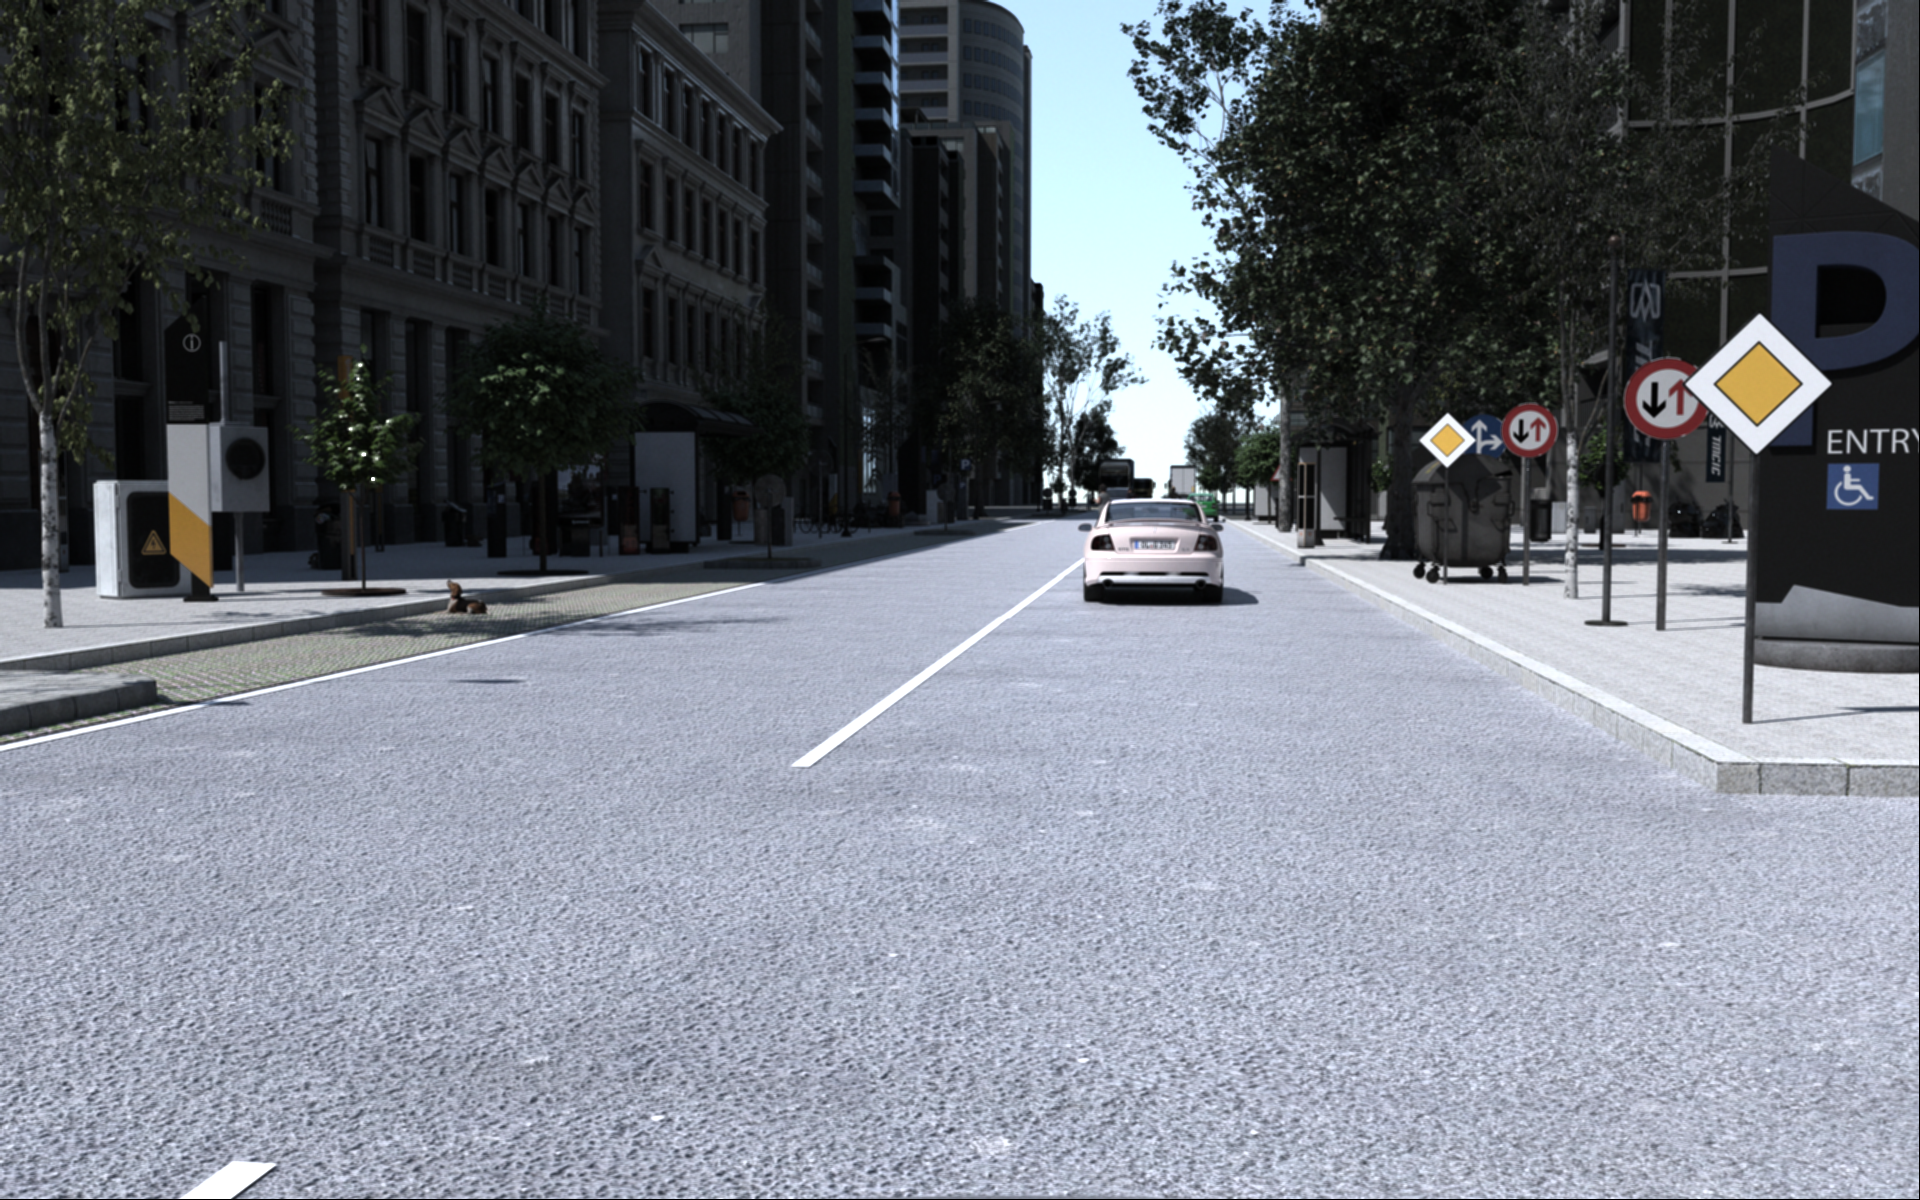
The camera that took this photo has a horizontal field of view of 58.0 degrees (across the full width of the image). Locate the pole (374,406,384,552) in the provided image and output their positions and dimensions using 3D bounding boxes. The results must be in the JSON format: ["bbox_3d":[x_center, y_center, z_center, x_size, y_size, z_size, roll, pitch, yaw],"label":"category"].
[{"bbox_3d":[-12.881,-2.722,38.348,0.158,3.312,0.155,0,3,0],"label":"pole"}]

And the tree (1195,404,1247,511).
[{"bbox_3d":[20.396,-11.168,132.964,4.737,8.622,4.395,0,3,0],"label":"tree"}]

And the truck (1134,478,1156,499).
[{"bbox_3d":[22.422,-13.308,213.501,3.469,3.379,9.791,0,4,7],"label":"truck"}]

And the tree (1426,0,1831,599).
[{"bbox_3d":[7.644,-4.308,20.794,4.360,8.622,3.978,0,3,0],"label":"tree"}]

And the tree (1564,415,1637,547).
[{"bbox_3d":[15.564,-2.911,42.201,1.663,3.219,1.824,0,3,0],"label":"tree"}]

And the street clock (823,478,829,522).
[{"bbox_3d":[-5.988,-4.472,77.689,0.358,2.002,0.471,-1,4,-19],"label":"street clock"}]

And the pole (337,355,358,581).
[{"bbox_3d":[-9.056,-1.942,25.601,0.158,3.312,0.155,0,3,0],"label":"pole"}]

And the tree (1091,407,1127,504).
[{"bbox_3d":[17.473,-19.031,228.160,9.611,12.733,9.660,0,3,0],"label":"tree"}]

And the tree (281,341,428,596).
[{"bbox_3d":[-7.556,-1.676,22.009,1.663,3.219,1.824,0,3,0],"label":"tree"}]

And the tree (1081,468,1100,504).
[{"bbox_3d":[18.932,-15.449,236.307,4.285,4.588,4.351,0,3,0],"label":"tree"}]

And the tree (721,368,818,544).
[{"bbox_3d":[-5.372,-3.771,45.371,4.285,4.588,4.351,0,3,0],"label":"tree"}]

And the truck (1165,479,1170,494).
[{"bbox_3d":[28.698,-14.165,227.521,3.469,3.379,9.791,0,4,6],"label":"truck"}]

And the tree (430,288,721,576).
[{"bbox_3d":[-6.798,-2.695,27.784,4.285,4.588,4.351,0,3,0],"label":"tree"}]

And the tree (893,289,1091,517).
[{"bbox_3d":[0.983,-11.009,97.007,9.611,12.733,9.660,0,3,0],"label":"tree"}]

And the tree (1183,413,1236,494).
[{"bbox_3d":[31.378,-17.750,215.974,9.928,11.665,9.643,0,3,0],"label":"tree"}]

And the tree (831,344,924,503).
[{"bbox_3d":[-3.986,-8.211,84.606,4.360,8.622,3.978,0,3,0],"label":"tree"}]

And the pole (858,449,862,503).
[{"bbox_3d":[-4.511,-5.150,78.048,0.158,3.312,0.155,0,3,0],"label":"pole"}]

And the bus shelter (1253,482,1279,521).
[{"bbox_3d":[14.361,-5.225,79.345,2.014,3.302,5.546,0,4,7],"label":"bus shelter"}]

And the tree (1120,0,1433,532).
[{"bbox_3d":[11.919,-12.275,56.579,12.611,20.169,13.585,0,3,0],"label":"tree"}]

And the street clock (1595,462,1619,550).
[{"bbox_3d":[14.775,-2.144,39.625,0.471,2.002,0.358,0,4,-6],"label":"street clock"}]

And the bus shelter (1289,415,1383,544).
[{"bbox_3d":[10.102,-3.246,47.003,2.014,3.302,5.546,0,4,7],"label":"bus shelter"}]

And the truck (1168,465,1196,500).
[{"bbox_3d":[22.348,-11.326,174.097,2.839,4.237,11.283,0,4,7],"label":"truck"}]

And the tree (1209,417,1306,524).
[{"bbox_3d":[13.355,-5.530,74.128,4.285,4.588,4.351,0,3,0],"label":"tree"}]

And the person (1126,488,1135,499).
[{"bbox_3d":[9.498,-5.325,96.016,0.568,1.767,0.683,1,4,21],"label":"person"}]

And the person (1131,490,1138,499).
[{"bbox_3d":[11.112,-6.292,112.305,0.756,1.711,0.436,2,4,25],"label":"person"}]

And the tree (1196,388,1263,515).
[{"bbox_3d":[16.609,-9.538,106.308,4.360,8.622,3.978,0,3,0],"label":"tree"}]

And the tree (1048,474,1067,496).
[{"bbox_3d":[8.763,-9.766,154.281,1.663,3.219,1.824,0,3,0],"label":"tree"}]

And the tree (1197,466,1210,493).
[{"bbox_3d":[18.415,-7.768,110.722,4.285,4.588,4.351,0,3,0],"label":"tree"}]

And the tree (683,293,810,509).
[{"bbox_3d":[-7.572,-6.877,62.796,4.737,8.622,4.395,0,3,0],"label":"tree"}]

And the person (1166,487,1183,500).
[{"bbox_3d":[12.618,-5.729,102.179,1.348,1.823,0.705,-1,4,-21],"label":"person"}]

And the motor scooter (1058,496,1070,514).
[{"bbox_3d":[7.392,-6.725,122.733,0.815,1.314,1.986,1,4,9],"label":"motor scooter"}]

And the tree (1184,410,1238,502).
[{"bbox_3d":[28.191,-15.770,192.251,7.601,10.594,8.767,-1,4,-20],"label":"tree"}]

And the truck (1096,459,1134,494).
[{"bbox_3d":[12.611,-9.205,139.407,2.839,4.237,11.283,0,4,8],"label":"truck"}]

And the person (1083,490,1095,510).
[{"bbox_3d":[11.827,-9.196,158.936,1.350,1.814,0.705,3,4,37],"label":"person"}]

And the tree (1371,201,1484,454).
[{"bbox_3d":[11.800,-5.592,41.797,4.737,8.622,4.395,0,3,0],"label":"tree"}]

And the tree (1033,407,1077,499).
[{"bbox_3d":[7.573,-11.767,142.760,4.737,8.622,4.395,0,3,0],"label":"tree"}]

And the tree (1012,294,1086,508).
[{"bbox_3d":[10.327,-18.697,161.590,12.611,20.169,13.585,0,3,0],"label":"tree"}]

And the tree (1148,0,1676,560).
[{"bbox_3d":[8.726,-7.145,33.830,9.611,12.733,9.660,0,3,0],"label":"tree"}]

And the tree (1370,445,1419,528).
[{"bbox_3d":[16.595,-4.379,66.195,1.663,3.219,1.824,0,3,0],"label":"tree"}]

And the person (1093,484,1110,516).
[{"bbox_3d":[4.882,-3.052,58.760,0.716,1.782,0.532,-2,4,-35],"label":"person"}]

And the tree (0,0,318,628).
[{"bbox_3d":[-8.521,-4.046,16.521,4.737,8.622,4.395,0,3,0],"label":"tree"}]

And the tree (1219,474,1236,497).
[{"bbox_3d":[22.365,-9.295,146.575,1.663,3.219,1.824,0,3,0],"label":"tree"}]

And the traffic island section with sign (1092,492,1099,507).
[{"bbox_3d":[15.692,-11.196,191.677,1.989,1.847,2.006,0,4,7],"label":"traffic island section with sign"}]

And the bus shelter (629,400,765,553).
[{"bbox_3d":[-6.106,-2.814,39.938,2.014,3.302,5.546,0,4,7],"label":"bus shelter"}]
